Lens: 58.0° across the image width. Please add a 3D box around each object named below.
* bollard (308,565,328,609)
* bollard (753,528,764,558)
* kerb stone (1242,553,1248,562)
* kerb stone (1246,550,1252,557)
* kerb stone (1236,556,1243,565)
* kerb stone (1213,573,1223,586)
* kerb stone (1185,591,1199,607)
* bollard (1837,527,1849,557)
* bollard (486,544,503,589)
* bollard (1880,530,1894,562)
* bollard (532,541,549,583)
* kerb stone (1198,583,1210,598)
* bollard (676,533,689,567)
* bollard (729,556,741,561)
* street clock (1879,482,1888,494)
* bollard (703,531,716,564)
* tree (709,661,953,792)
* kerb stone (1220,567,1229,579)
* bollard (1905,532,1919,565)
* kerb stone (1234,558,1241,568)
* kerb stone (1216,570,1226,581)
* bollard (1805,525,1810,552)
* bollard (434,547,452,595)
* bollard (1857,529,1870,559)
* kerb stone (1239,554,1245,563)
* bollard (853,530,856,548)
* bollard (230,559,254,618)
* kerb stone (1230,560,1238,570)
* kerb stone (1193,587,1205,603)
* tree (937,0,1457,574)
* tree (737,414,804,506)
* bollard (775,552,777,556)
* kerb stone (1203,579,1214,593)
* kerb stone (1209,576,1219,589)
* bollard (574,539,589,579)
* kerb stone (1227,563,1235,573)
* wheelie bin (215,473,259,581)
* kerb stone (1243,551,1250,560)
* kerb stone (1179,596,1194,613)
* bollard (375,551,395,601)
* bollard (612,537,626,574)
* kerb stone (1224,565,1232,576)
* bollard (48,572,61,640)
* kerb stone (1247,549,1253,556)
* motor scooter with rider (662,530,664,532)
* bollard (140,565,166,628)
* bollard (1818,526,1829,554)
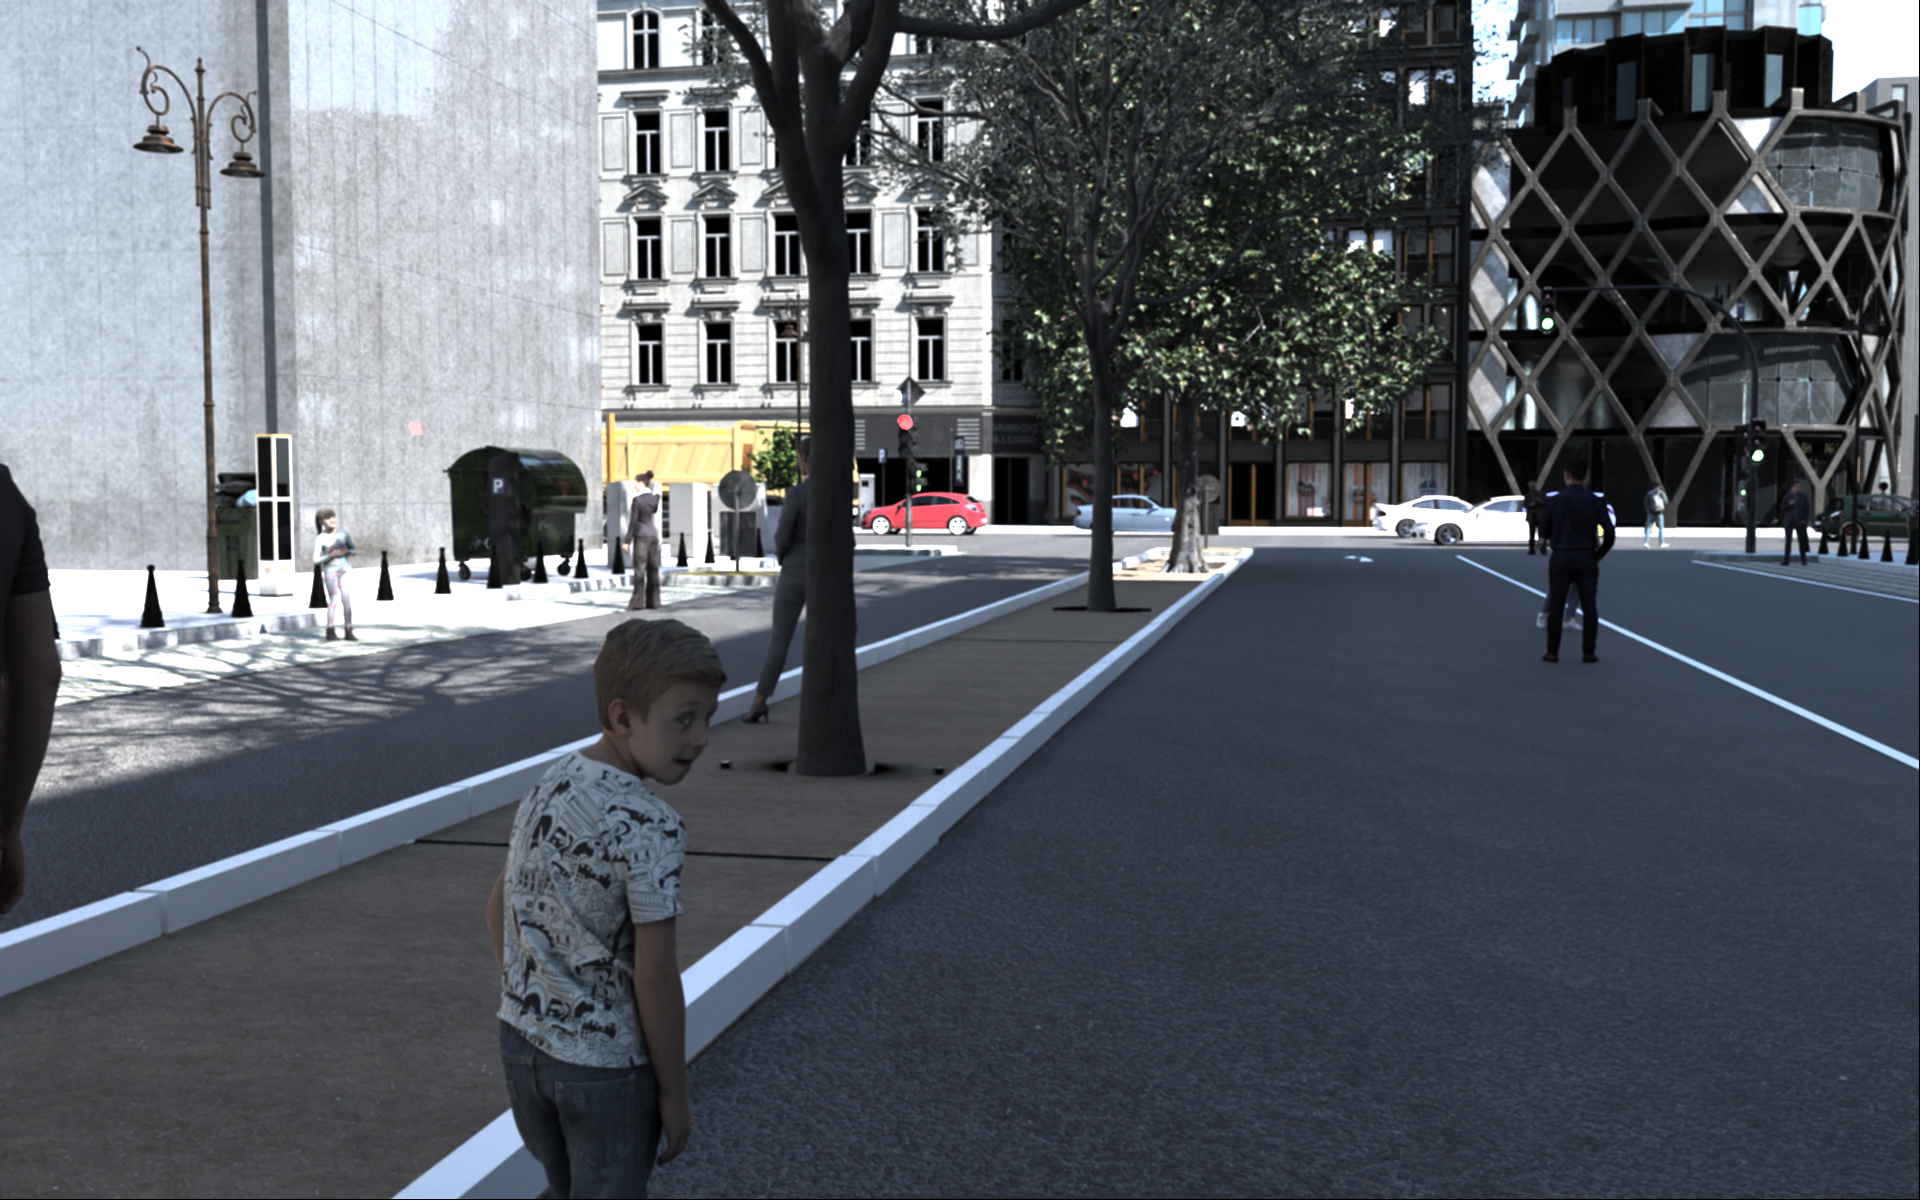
[{"bbox_3d":[-7.208,-0.208,19.443,0.229,0.601,0.229,0,3,0],"label":"bollard"},{"bbox_3d":[-4.032,-1.139,34.672,0.229,0.601,0.229,0,3,0],"label":"bollard"},{"bbox_3d":[5.816,-0.834,35.834,0.120,0.150,1.000,1,4,12],"label":"kerb stone"},{"bbox_3d":[6.240,-0.955,37.842,0.120,0.150,1.000,1,4,12],"label":"kerb stone"},{"bbox_3d":[5.397,-0.711,33.823,0.120,0.150,1.000,1,4,12],"label":"kerb stone"},{"bbox_3d":[3.932,-0.278,26.779,0.120,0.150,1.000,1,4,12],"label":"kerb stone"},{"bbox_3d":[2.879,0.028,21.743,0.120,0.150,1.000,1,4,12],"label":"kerb stone"},{"bbox_3d":[18.141,-1.195,35.577,0.229,0.601,0.229,0,3,0],"label":"bollard"},{"bbox_3d":[-6.344,-0.461,23.579,0.229,0.601,0.229,0,3,0],"label":"bollard"},{"bbox_3d":[17.569,-1.026,32.815,0.229,0.601,0.229,0,3,0],"label":"bollard"},{"bbox_3d":[-6.052,-0.546,24.964,0.229,0.601,0.229,0,3,0],"label":"bollard"},{"bbox_3d":[3.303,-0.095,23.753,0.120,0.150,1.000,1,4,12],"label":"kerb stone"},{"bbox_3d":[-4.895,-0.886,30.524,0.229,0.601,0.229,0,3,0],"label":"bollard"},{"bbox_3d":[-4.326,-1.055,33.287,0.229,0.601,0.229,0,3,0],"label":"bollard"},{"bbox_3d":[56.505,-6.205,106.028,0.471,2.002,0.358,-1,4,-9],"label":"street clock"},{"bbox_3d":[-4.613,-0.970,31.903,0.229,0.601,0.229,0,3,0],"label":"bollard"},{"bbox_3d":[-0.661,-5.841,8.324,12.009,13.543,11.850,0,3,0],"label":"tree"},{"bbox_3d":[4.351,-0.403,28.791,0.120,0.150,1.000,1,4,12],"label":"kerb stone"},{"bbox_3d":[17.285,-0.942,31.437,0.229,0.601,0.229,0,3,0],"label":"bollard"},{"bbox_3d":[5.190,-0.650,32.819,0.120,0.150,1.000,1,4,12],"label":"kerb stone"},{"bbox_3d":[4.144,-0.342,27.787,0.120,0.150,1.000,1,4,12],"label":"kerb stone"},{"bbox_3d":[18.716,-1.364,38.342,0.229,0.601,0.229,0,3,0],"label":"bollard"},{"bbox_3d":[-6.633,-0.377,22.202,0.229,0.601,0.229,0,3,0],"label":"bollard"},{"bbox_3d":[17.856,-1.111,34.199,0.229,0.601,0.229,0,3,0],"label":"bollard"},{"bbox_3d":[5.602,-0.773,34.827,0.120,0.150,1.000,1,4,12],"label":"kerb stone"},{"bbox_3d":[-2.596,-1.562,41.584,0.229,0.601,0.229,0,3,0],"label":"bollard"},{"bbox_3d":[-7.492,-0.123,18.055,0.229,0.601,0.229,0,3,0],"label":"bollard"},{"bbox_3d":[4.977,-0.588,31.817,0.120,0.150,1.000,1,4,12],"label":"kerb stone"},{"bbox_3d":[3.094,-0.034,22.750,0.120,0.150,1.000,1,4,12],"label":"kerb stone"},{"bbox_3d":[4.131,-6.833,31.177,9.611,12.733,9.660,0,3,0],"label":"tree"},{"bbox_3d":[-4.352,-2.894,41.925,1.663,3.219,1.824,0,3,0],"label":"tree"},{"bbox_3d":[-3.746,-1.224,36.052,0.229,0.601,0.229,0,3,0],"label":"bollard"},{"bbox_3d":[3.511,-0.158,24.773,0.120,0.150,1.000,1,4,12],"label":"kerb stone"},{"bbox_3d":[3.722,-0.219,25.776,0.120,0.150,1.000,1,4,12],"label":"kerb stone"},{"bbox_3d":[-5.765,-0.630,26.350,0.229,0.601,0.229,0,3,0],"label":"bollard"},{"bbox_3d":[4.767,-0.527,30.813,0.120,0.150,1.000,1,4,12],"label":"kerb stone"},{"bbox_3d":[-10.712,-1.097,25.846,0.980,1.594,0.693,0,4,2],"label":"wheelie bin"},{"bbox_3d":[6.026,-0.895,36.837,0.120,0.150,1.000,1,4,12],"label":"kerb stone"},{"bbox_3d":[2.671,0.089,20.740,0.120,0.150,1.000,1,4,12],"label":"kerb stone"},{"bbox_3d":[-6.916,-0.292,20.823,0.229,0.601,0.229,0,3,0],"label":"bollard"},{"bbox_3d":[-5.475,-0.716,27.752,0.229,0.601,0.229,0,3,0],"label":"bollard"},{"bbox_3d":[4.558,-0.465,29.803,0.120,0.150,1.000,1,4,12],"label":"kerb stone"},{"bbox_3d":[-8.071,0.046,15.289,0.229,0.601,0.229,0,3,0],"label":"bollard"},{"bbox_3d":[6.444,-1.019,38.851,0.120,0.150,1.000,1,4,12],"label":"kerb stone"},{"bbox_3d":[-9.491,-2.510,49.999,1.986,1.779,0.876,1,4,12],"label":"motor scooter with rider"},{"bbox_3d":[-7.782,-0.039,16.675,0.229,0.601,0.229,0,3,0],"label":"bollard"},{"bbox_3d":[18.429,-1.279,36.955,0.229,0.601,0.229,0,3,0],"label":"bollard"}]
